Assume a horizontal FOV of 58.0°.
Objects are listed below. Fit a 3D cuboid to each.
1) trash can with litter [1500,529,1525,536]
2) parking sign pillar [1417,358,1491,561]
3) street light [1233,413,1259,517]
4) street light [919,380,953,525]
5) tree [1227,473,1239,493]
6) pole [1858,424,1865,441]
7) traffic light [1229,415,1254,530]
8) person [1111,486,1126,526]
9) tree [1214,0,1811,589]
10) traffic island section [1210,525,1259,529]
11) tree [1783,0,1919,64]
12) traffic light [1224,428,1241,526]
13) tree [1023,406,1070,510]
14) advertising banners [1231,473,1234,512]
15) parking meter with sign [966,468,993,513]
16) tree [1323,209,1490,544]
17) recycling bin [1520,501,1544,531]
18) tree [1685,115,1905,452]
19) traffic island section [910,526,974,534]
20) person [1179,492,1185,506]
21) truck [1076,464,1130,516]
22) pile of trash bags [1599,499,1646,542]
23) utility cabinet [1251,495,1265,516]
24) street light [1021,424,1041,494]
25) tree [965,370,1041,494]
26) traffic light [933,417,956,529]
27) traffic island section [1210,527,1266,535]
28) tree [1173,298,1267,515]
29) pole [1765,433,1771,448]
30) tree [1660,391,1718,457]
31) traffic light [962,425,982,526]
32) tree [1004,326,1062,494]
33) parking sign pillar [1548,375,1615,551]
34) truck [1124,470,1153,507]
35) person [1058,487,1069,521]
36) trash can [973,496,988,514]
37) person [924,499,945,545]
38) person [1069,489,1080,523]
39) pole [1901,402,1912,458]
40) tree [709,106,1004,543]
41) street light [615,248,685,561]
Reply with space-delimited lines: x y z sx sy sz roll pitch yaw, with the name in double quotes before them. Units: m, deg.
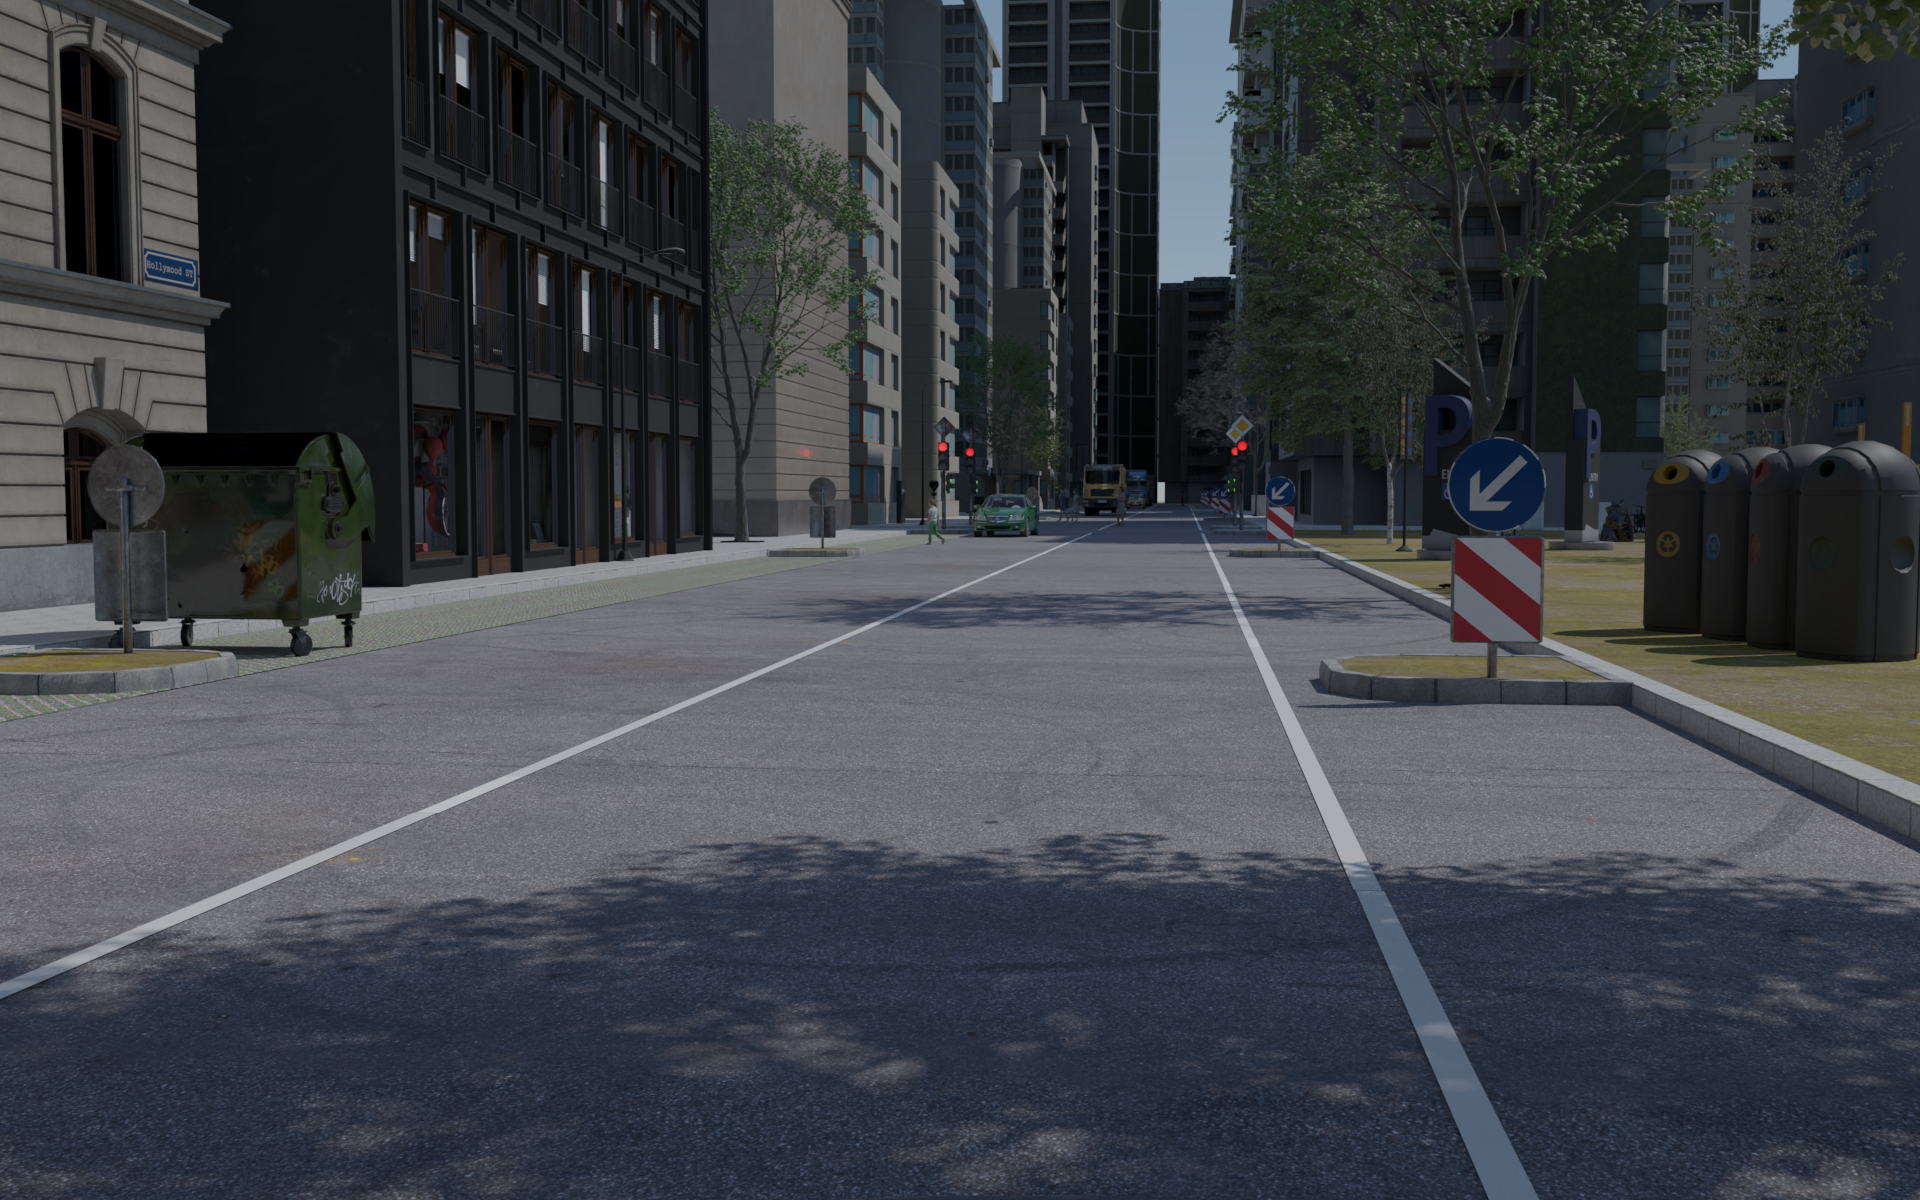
"trash can with litter" 15.770 -2.438 50.922 2.233 1.210 1.678 -2 4 -29
"parking sign pillar" 9.713 -2.778 33.899 1.447 3.967 1.447 -2 4 -35
"street light" 16.349 -7.717 98.710 1.470 5.913 1.316 0 4 7
"street light" -0.989 -6.001 70.658 1.470 5.913 1.316 0 4 7
"tree" 22.991 -9.297 146.609 1.663 3.219 1.824 0 3 0
"pole" 26.058 -3.444 50.146 0.158 3.312 0.155 0 3 0
"traffic light" 9.959 -4.428 61.320 0.839 4.253 0.868 0 4 7
"person" 7.016 -4.163 76.916 0.532 1.782 0.716 -2 4 -31
"tree" 7.246 -5.976 23.462 9.928 11.665 9.643 0 3 0
"traffic island section" 11.023 -2.879 69.348 2.009 0.180 2.903 0 4 7
"tree" 5.123 -5.310 4.950 7.486 12.596 7.792 0 3 0
"traffic light" 10.984 -4.912 69.239 0.839 4.253 0.868 0 4 7
"tree" 7.177 -11.739 142.287 4.737 8.622 4.395 0 3 0
"advertising banners" 19.800 -7.922 125.710 0.090 3.025 2.074 0 4 1
"parking meter with sign" 1.253 -7.267 115.083 1.738 3.016 0.543 -1 4 -21
"tree" 11.092 -5.733 44.093 4.360 8.622 3.978 0 3 0
"recycling bin" 20.006 -2.936 60.558 0.722 1.027 0.722 1 4 14
"tree" 16.696 -5.156 34.671 4.360 8.622 3.978 0 3 0
"traffic island section" -0.605 -2.478 62.801 2.009 0.180 2.903 0 4 7
"person" 26.277 -11.974 204.958 0.721 1.739 1.217 -1 4 -22
"truck" 9.663 -7.300 115.281 3.469 3.379 9.791 0 4 7
"pile of trash bags" 18.792 -2.229 46.189 3.447 1.369 1.912 3 5 39
"utility cabinet" 17.518 -5.512 101.279 0.306 1.237 1.020 -3 5 -40
"street light" 4.626 -8.676 114.401 1.470 5.913 1.316 0 4 7
"tree" 2.466 -9.289 102.236 4.360 8.622 3.978 0 3 0
"traffic light" -0.567 -4.510 62.661 0.839 4.253 0.868 0 4 7
"traffic island section" 9.997 -2.394 61.428 2.009 0.180 2.903 0 4 7
"tree" 18.057 -11.910 105.091 12.009 13.543 11.850 0 3 0
"pole" 27.190 -3.946 58.362 0.158 3.312 0.155 0 3 0
"tree" 51.129 -10.544 122.757 4.737 8.622 4.395 0 3 0
"traffic light" 0.458 -4.994 70.580 0.839 4.253 0.868 0 4 7
"tree" 2.634 -11.187 108.664 9.928 11.665 9.643 0 3 0
"parking sign pillar" 14.359 -3.146 39.914 1.447 3.967 1.447 3 4 35
"truck" 20.507 -12.749 198.211 2.967 4.110 18.799 1 4 9
"person" 5.410 -5.040 90.927 0.654 1.822 0.581 1 4 16
"trash can" 1.195 -5.865 107.542 0.748 1.137 0.748 0 3 0
"person" -0.720 -2.201 48.733 0.590 1.304 0.306 1 4 20
"person" 5.795 -4.728 86.800 0.522 1.701 0.512 2 4 27
"pole" 21.087 -2.741 38.652 0.158 3.312 0.155 0 3 0
"tree" -5.740 -7.340 45.762 9.928 11.665 9.643 0 3 0
"street light" -5.883 -3.692 32.900 1.470 5.913 1.316 0 4 7
